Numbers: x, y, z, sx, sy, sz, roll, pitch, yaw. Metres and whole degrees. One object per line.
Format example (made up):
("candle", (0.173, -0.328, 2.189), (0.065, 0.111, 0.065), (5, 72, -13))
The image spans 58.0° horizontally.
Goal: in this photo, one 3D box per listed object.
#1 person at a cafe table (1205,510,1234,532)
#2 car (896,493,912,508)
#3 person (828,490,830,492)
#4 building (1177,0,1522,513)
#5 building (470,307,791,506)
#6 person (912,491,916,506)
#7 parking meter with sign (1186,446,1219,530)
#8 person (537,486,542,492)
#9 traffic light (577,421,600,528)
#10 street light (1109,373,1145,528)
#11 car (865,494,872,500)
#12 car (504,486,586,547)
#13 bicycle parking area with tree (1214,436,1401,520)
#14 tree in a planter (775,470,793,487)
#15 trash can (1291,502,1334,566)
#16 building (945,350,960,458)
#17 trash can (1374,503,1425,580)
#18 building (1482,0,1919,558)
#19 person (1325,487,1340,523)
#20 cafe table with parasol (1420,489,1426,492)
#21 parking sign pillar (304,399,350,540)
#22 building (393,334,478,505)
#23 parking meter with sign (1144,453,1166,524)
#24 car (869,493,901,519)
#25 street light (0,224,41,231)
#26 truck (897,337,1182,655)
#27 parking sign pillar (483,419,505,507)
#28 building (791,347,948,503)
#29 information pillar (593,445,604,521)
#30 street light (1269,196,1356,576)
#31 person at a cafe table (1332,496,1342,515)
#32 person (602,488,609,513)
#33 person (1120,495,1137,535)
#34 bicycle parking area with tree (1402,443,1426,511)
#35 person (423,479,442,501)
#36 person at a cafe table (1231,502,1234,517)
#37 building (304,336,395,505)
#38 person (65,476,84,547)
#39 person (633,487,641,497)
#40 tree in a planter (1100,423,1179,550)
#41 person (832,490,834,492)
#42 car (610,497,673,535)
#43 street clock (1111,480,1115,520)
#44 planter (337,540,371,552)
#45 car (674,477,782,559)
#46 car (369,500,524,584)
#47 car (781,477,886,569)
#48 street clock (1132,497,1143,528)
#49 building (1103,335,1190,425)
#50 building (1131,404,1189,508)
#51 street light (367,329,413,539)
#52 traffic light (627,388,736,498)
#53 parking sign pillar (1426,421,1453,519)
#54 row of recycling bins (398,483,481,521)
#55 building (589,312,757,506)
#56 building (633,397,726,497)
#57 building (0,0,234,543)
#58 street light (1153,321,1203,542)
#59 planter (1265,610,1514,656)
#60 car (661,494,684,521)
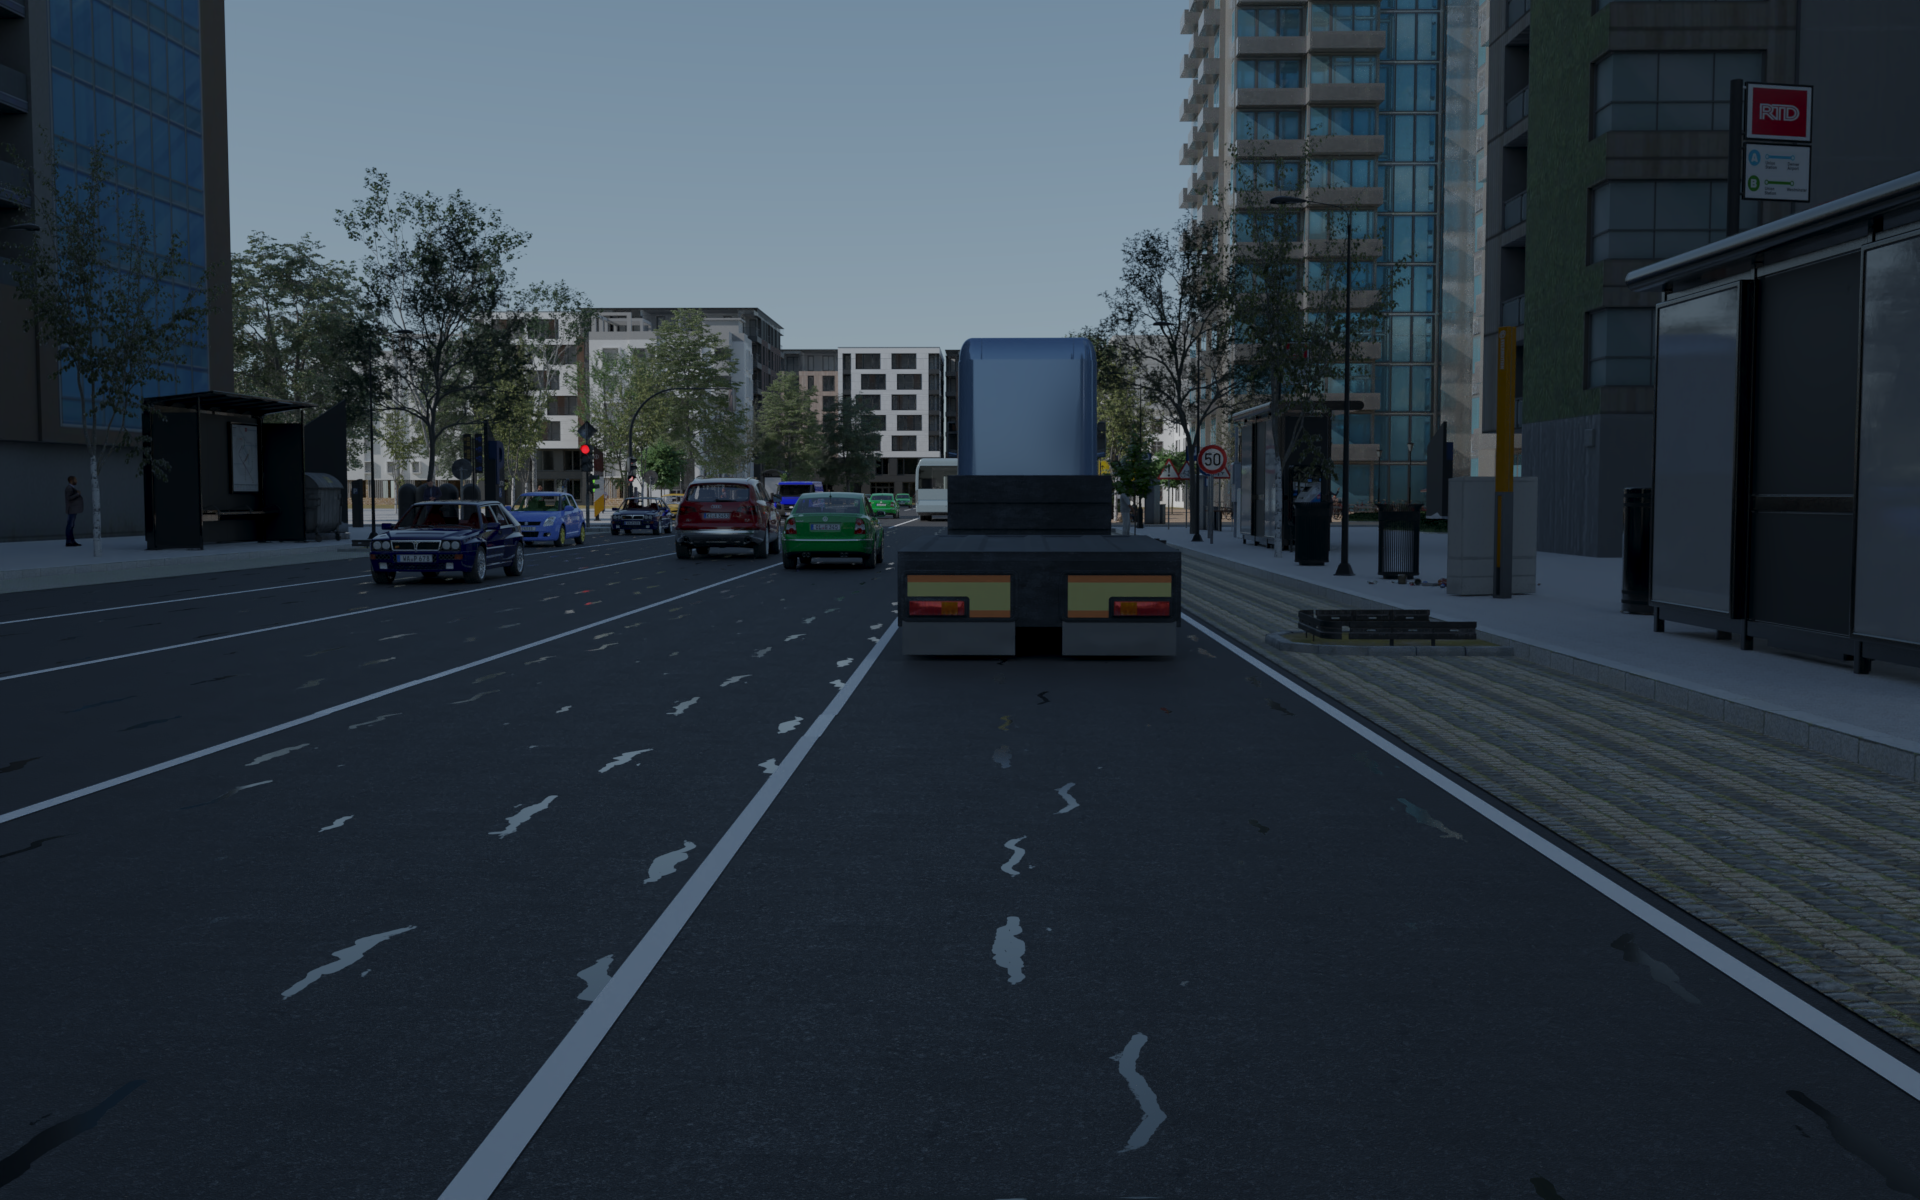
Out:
("person at a cafe table", (9.469, -2.977, 59.530), (1.698, 1.238, 1.726), (0, 4, -7))
("car", (-5.848, -10.329, 177.673), (1.959, 1.807, 4.718), (0, 4, 1))
("person", (-13.936, -10.901, 184.828), (0.434, 1.755, 0.990), (0, 4, 3))
("building", (28.717, -31.378, 132.633), (23.786, 49.044, 30.456), (0, 4, 1))
("building", (-38.152, -22.014, 203.897), (32.646, 21.610, 27.936), (0, 4, 1))
("person", (-5.322, -12.175, 207.562), (0.705, 1.824, 1.348), (2, 4, 31))
("parking meter with sign", (8.727, -4.022, 62.013), (0.543, 3.016, 1.738), (-1, 4, -21))
("person", (-23.320, -5.490, 96.494), (0.600, 1.739, 0.565), (-1, 4, -17))
("traffic light", (-14.218, -4.724, 66.154), (0.839, 4.253, 0.868), (0, 4, 1))
("street light", (6.305, -5.702, 65.771), (1.470, 5.913, 1.316), (0, 4, 1))
("car", (-9.475, -9.846, 172.776), (2.131, 1.459, 4.920), (0, 4, 2))
("car", (-11.589, -2.355, 48.090), (1.945, 1.707, 3.694), (0, 4, 1))
("bicycle parking area with tree", (16.137, -6.090, 86.574), (8.231, 4.147, 9.016), (-1, 4, -9))
("tree in a planter", (-12.785, -7.942, 127.074), (1.991, 3.239, 1.994), (0, 4, 1))
("trash can", (6.322, -1.189, 31.096), (0.748, 1.137, 0.748), (0, 3, 0))
("building", (14.361, -25.135, 254.937), (32.646, 21.610, 27.936), (0, 4, 1))
("trash can", (6.624, -0.886, 26.140), (0.748, 1.137, 0.748), (0, 3, 0))
("building", (19.984, -21.819, 40.338), (14.154, 41.232, 14.086), (0, 4, 1))
("person", (16.600, -4.312, 77.344), (0.742, 1.727, 0.445), (1, 4, 15))
("cafe table with parasol", (31.942, -6.742, 115.094), (2.610, 1.966, 2.610), (3, 4, 37))
("parking sign pillar", (-18.051, -3.701, 48.991), (1.447, 3.967, 1.447), (-3, 5, -40))
("building", (-60.045, -21.655, 210.472), (11.380, 20.091, 16.016), (0, 4, 1))
("parking meter with sign", (8.233, -4.739, 73.735), (0.543, 3.016, 1.738), (2, 4, 31))
("car", (-4.501, -5.685, 101.752), (1.959, 1.807, 4.718), (0, 4, 1))
("street light", (-16.488, -3.509, 29.905), (1.470, 5.913, 1.316), (0, 4, 1))
("truck", (0.973, -2.096, 24.030), (2.967, 4.110, 18.799), (0, 4, 2))
("parking sign pillar", (-17.002, -4.575, 63.267), (1.447, 3.967, 1.447), (0, 4, 0))
("building", (-18.854, -25.109, 254.506), (32.646, 21.610, 27.936), (0, 4, 1))
("information pillar", (-17.211, -5.574, 82.483), (0.504, 3.616, 0.183), (-1, 4, -11))
("street light", (5.520, -3.339, 27.140), (1.470, 5.913, 1.316), (0, 4, 1))
("person at a cafe table", (22.320, -5.739, 104.693), (1.726, 1.238, 1.698), (-2, 4, -29))
("person", (-23.675, -6.589, 114.707), (0.756, 1.711, 0.436), (0, 4, 3))
("person", (4.909, -2.561, 50.513), (0.789, 1.805, 0.875), (0, 4, -2))
("bicycle parking area with tree", (22.732, -6.686, 96.325), (8.231, 4.147, 9.016), (0, 4, -5))
("person", (-16.518, -2.927, 54.352), (0.683, 1.767, 0.568), (0, 4, -4))
("person at a cafe table", (9.085, -2.739, 53.295), (1.698, 1.524, 1.622), (-3, 4, -37))
("building", (-71.424, -21.666, 210.655), (11.380, 20.091, 16.016), (0, 4, 1))
("person", (-21.652, -2.171, 42.357), (0.431, 1.722, 0.655), (-1, 4, -22))
("person", (-20.048, -6.156, 107.412), (0.376, 1.734, 0.841), (2, 4, 33))
("tree in a planter", (4.403, -2.826, 43.422), (1.991, 3.239, 1.994), (0, 4, 1))
("person", (-16.331, -13.236, 222.466), (1.348, 1.821, 0.705), (-1, 4, -16))
("car", (-11.366, -3.015, 61.876), (1.945, 1.354, 3.894), (0, 4, -1))
("street clock", (7.595, -5.036, 86.914), (0.471, 2.002, 0.358), (-1, 4, -23))
("planter", (-14.366, -1.380, 43.701), (1.991, 0.319, 1.994), (0, 4, 1))
("car", (-5.306, -1.915, 39.987), (2.281, 1.827, 5.304), (0, 4, -1))
("car", (-8.531, -1.003, 28.973), (1.945, 1.354, 3.894), (0, 4, 0))
("car", (-2.488, -1.578, 34.597), (1.959, 1.807, 4.718), (0, 4, 1))
("street clock", (6.720, -3.669, 64.559), (0.358, 2.002, 0.471), (-1, 4, -16))
("building", (25.554, -20.461, 200.993), (16.747, 18.905, 31.486), (0, 4, 1))
("building", (21.870, -14.035, 171.617), (9.099, 9.664, 28.070), (0, 4, 1))
("street light", (-16.103, -4.675, 48.983), (1.470, 5.913, 1.316), (0, 4, 1))
("traffic light", (-11.974, -6.084, 74.134), (4.771, 5.953, 1.251), (0, 4, 1))
("parking sign pillar", (17.976, -4.676, 64.917), (1.447, 3.967, 1.447), (-1, 4, -11))
("row of recycling bins", (-19.972, -3.626, 66.404), (3.534, 1.692, 1.069), (1, 4, 16))
("building", (-30.137, -20.051, 184.254), (16.016, 20.091, 11.380), (0, 4, 1))
("building", (-26.760, -13.590, 164.338), (9.099, 9.664, 28.070), (0, 4, 1))
("building", (-31.807, -24.508, 50.822), (14.200, 45.320, 14.600), (0, 4, 1))
("street light", (5.878, -4.535, 46.694), (1.470, 5.913, 1.316), (0, 4, 1))
("planter", (3.907, 0.302, 16.199), (1.991, 0.319, 1.994), (0, 4, 1))
("car", (-13.786, -4.498, 83.765), (2.015, 1.641, 3.980), (0, 4, 0))
